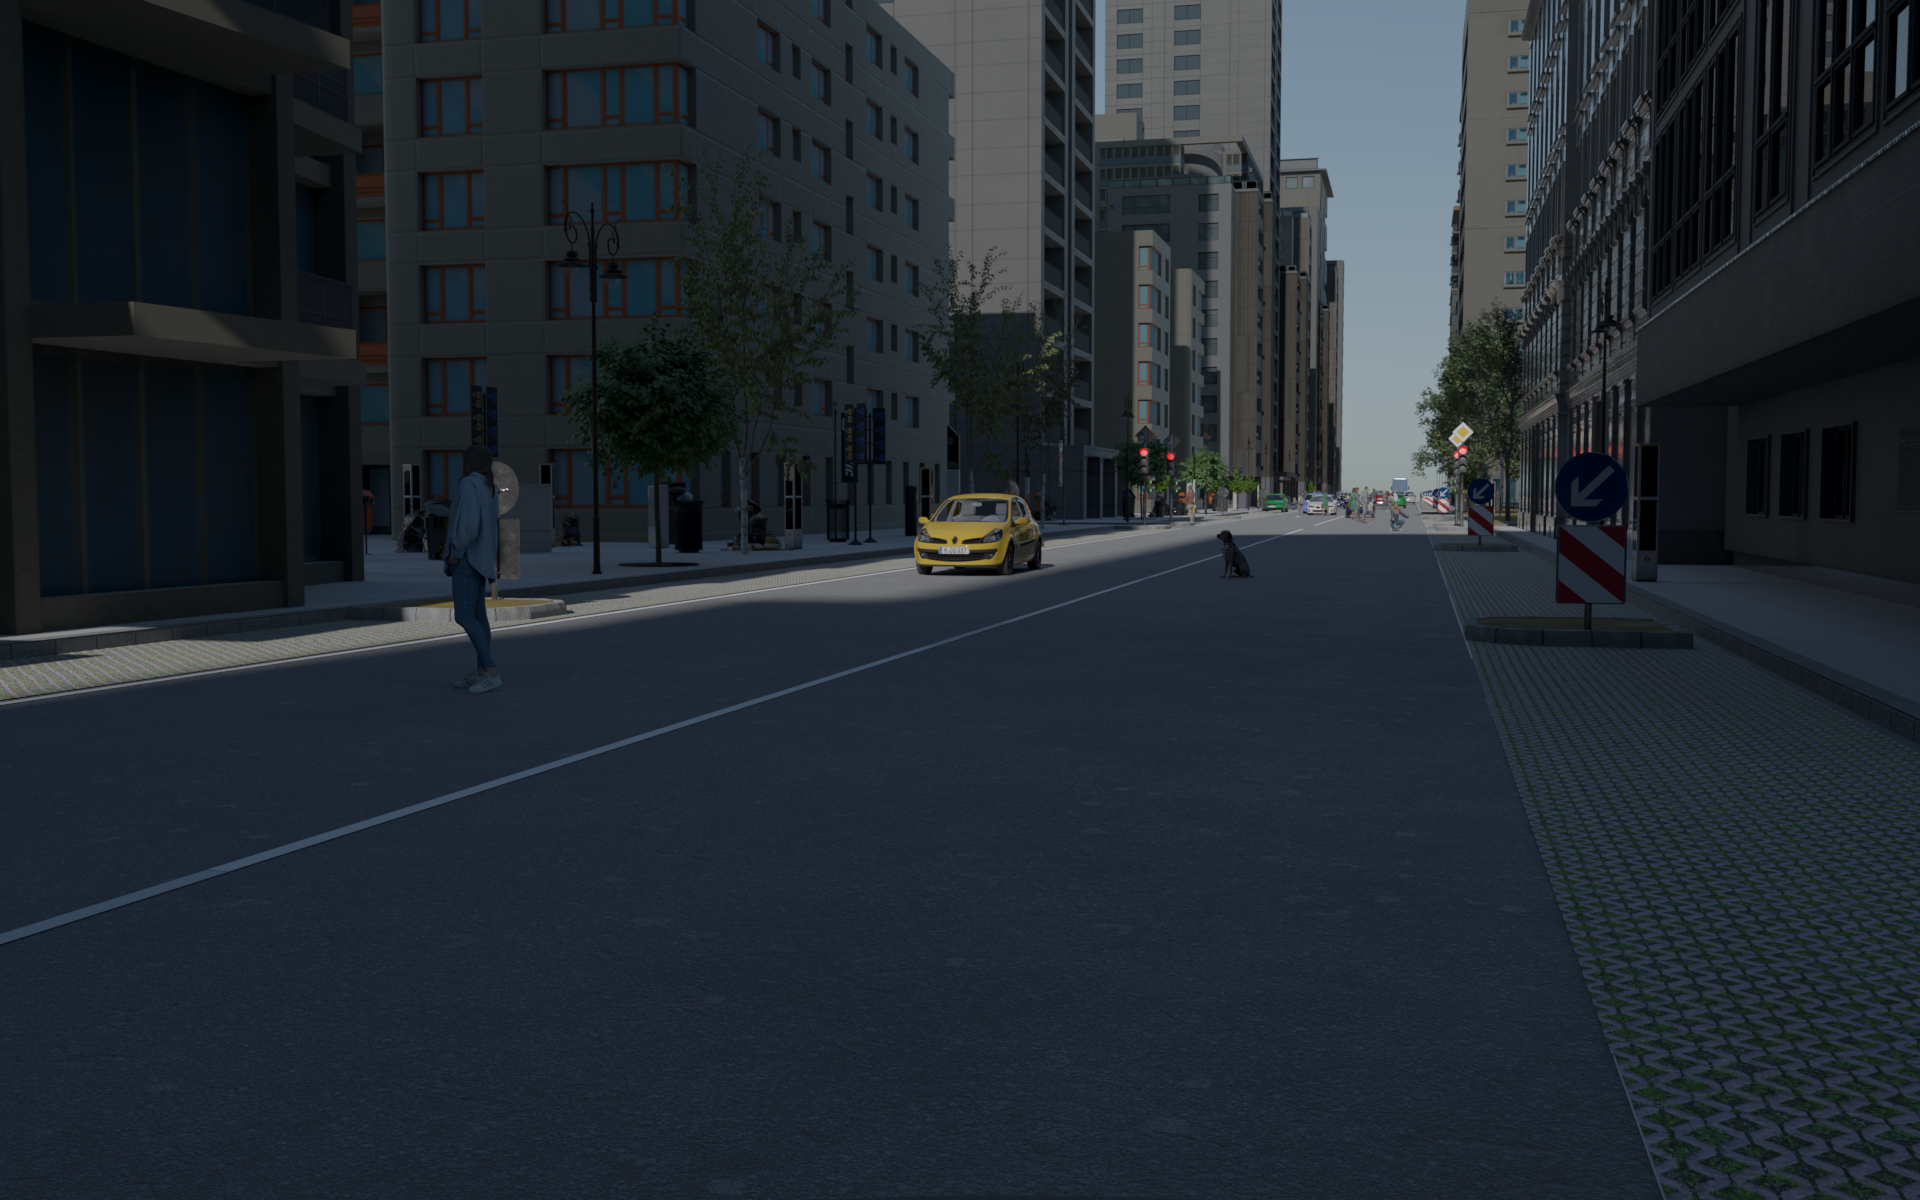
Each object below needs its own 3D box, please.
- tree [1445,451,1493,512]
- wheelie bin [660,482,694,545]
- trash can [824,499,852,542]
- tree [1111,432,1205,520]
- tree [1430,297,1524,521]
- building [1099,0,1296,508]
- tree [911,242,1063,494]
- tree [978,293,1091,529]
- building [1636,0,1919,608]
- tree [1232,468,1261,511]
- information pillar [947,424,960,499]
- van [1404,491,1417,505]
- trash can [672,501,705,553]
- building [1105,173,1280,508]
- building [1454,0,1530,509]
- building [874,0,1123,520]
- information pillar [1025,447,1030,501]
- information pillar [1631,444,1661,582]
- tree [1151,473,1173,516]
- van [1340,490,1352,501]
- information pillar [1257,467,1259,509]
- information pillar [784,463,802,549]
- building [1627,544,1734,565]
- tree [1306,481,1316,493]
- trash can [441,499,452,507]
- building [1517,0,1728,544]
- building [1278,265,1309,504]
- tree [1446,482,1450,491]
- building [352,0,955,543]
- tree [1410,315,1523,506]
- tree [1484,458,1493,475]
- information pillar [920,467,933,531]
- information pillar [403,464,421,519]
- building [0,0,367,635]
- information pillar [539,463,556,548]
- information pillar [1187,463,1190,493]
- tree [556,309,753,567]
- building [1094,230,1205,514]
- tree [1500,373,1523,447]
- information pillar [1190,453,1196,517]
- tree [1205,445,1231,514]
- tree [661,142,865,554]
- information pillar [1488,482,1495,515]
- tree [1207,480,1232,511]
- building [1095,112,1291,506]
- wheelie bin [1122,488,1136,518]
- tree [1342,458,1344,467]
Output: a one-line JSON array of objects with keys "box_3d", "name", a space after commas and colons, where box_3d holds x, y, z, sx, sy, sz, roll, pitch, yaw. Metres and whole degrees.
[{"box_3d": [37.452, -8.800, 127.593, 4.285, 4.588, 4.351, 0, 3, 0], "name": "tree"}, {"box_3d": [-7.263, -2.213, 44.096, 0.980, 1.594, 0.693, -1, 4, -18], "name": "wheelie bin"}, {"box_3d": [-3.260, -2.119, 46.297, 0.748, 1.137, 0.748, 0, 3, 0], "name": "trash can"}, {"box_3d": [9.294, -6.374, 87.927, 4.285, 4.588, 4.351, 0, 3, 0], "name": "tree"}, {"box_3d": [25.903, -9.061, 82.563, 7.601, 10.594, 8.767, -1, 4, -14], "name": "tree"}, {"box_3d": [28.536, -46.599, 200.142, 20.563, 71.187, 20.611, 1, 4, 15], "name": "building"}, {"box_3d": [0.567, -6.164, 51.150, 4.737, 8.622, 4.395, 0, 3, 0], "name": "tree"}, {"box_3d": [2.919, -6.937, 63.783, 4.360, 8.622, 3.978, 0, 3, 0], "name": "tree"}, {"box_3d": [15.868, -13.674, 17.073, 14.314, 27.812, 24.014, 1, 4, 15], "name": "building"}, {"box_3d": [23.951, -9.147, 144.159, 1.663, 3.219, 1.824, 0, 3, 0], "name": "tree"}, {"box_3d": [-0.228, -4.086, 58.158, 0.504, 3.616, 0.183, 2, 4, 32], "name": "information pillar"}, {"box_3d": [60.851, -13.927, 234.713, 2.013, 2.044, 4.112, 1, 4, 13], "name": "van"}, {"box_3d": [-5.931, -1.602, 37.849, 0.748, 1.137, 0.748, 0, 3, 0], "name": "trash can"}, {"box_3d": [21.492, -23.761, 160.186, 14.160, 30.474, 14.107, 1, 4, 15], "name": "building"}, {"box_3d": [56.037, -32.509, 155.217, 21.300, 48.544, 21.600, 1, 4, 15], "name": "building"}, {"box_3d": [-1.094, -40.277, 96.788, 20.563, 71.187, 20.611, 1, 4, 15], "name": "building"}, {"box_3d": [3.299, -5.737, 85.150, 0.183, 3.616, 0.504, -1, 4, -15], "name": "information pillar"}, {"box_3d": [10.028, -1.274, 25.324, 0.304, 2.012, 0.304, 0, 4, 8], "name": "information pillar"}, {"box_3d": [11.463, -6.448, 100.028, 1.663, 3.219, 1.824, 0, 3, 0], "name": "tree"}, {"box_3d": [41.700, -10.988, 186.668, 2.013, 2.044, 4.112, 1, 4, 15], "name": "van"}, {"box_3d": [25.413, -9.554, 147.567, 0.183, 3.616, 0.504, 1, 4, 9], "name": "information pillar"}, {"box_3d": [-3.888, -2.197, 40.420, 0.304, 2.012, 0.304, 2, 4, 35], "name": "information pillar"}, {"box_3d": [19.243, -11.570, 38.321, 9.793, 20.994, 18.267, 1, 4, 15], "name": "building"}, {"box_3d": [45.939, -14.188, 226.566, 1.663, 3.219, 1.824, 0, 3, 0], "name": "tree"}, {"box_3d": [-13.406, -2.071, 45.520, 0.748, 1.137, 0.748, 0, 3, 0], "name": "trash can"}, {"box_3d": [23.659, -12.652, 56.014, 9.793, 20.994, 18.267, 1, 4, 15], "name": "building"}, {"box_3d": [36.074, -27.255, 217.326, 14.160, 30.474, 14.107, 1, 4, 15], "name": "building"}, {"box_3d": [64.765, -14.296, 228.347, 1.663, 3.219, 1.824, 0, 3, 0], "name": "tree"}, {"box_3d": [-17.690, -13.264, 61.904, 28.899, 21.520, 27.650, 1, 4, 15], "name": "building"}, {"box_3d": [33.480, -11.871, 111.097, 9.611, 12.733, 9.660, 0, 3, 0], "name": "tree"}, {"box_3d": [41.142, -11.507, 138.494, 4.360, 8.622, 3.978, 0, 3, 0], "name": "tree"}, {"box_3d": [-0.918, -2.660, 47.989, 0.304, 2.012, 0.304, 1, 4, 13], "name": "information pillar"}, {"box_3d": [-13.440, -2.326, 42.515, 0.304, 2.012, 0.304, 2, 4, 33], "name": "information pillar"}, {"box_3d": [-18.902, -21.909, 12.835, 22.147, 44.769, 28.867, 1, 4, 15], "name": "building"}, {"box_3d": [-9.872, -2.260, 41.448, 0.304, 2.012, 0.304, 0, 4, -2], "name": "information pillar"}, {"box_3d": [16.400, -8.086, 123.568, 0.504, 3.616, 0.183, -1, 4, -21], "name": "information pillar"}, {"box_3d": [-5.463, -2.896, 31.065, 4.285, 4.588, 4.351, 0, 3, 0], "name": "tree"}, {"box_3d": [2.886, -17.494, 131.059, 27.650, 21.520, 28.899, 1, 4, 15], "name": "building"}, {"box_3d": [30.991, -8.708, 92.744, 4.360, 8.622, 3.978, 0, 3, 0], "name": "tree"}, {"box_3d": [13.392, -6.586, 99.036, 0.183, 3.616, 0.504, 1, 4, 8], "name": "information pillar"}, {"box_3d": [16.023, -7.883, 112.598, 4.285, 4.588, 4.351, 0, 3, 0], "name": "tree"}, {"box_3d": [-4.436, -5.268, 36.486, 4.737, 8.622, 4.395, 0, 3, 0], "name": "tree"}, {"box_3d": [32.147, -6.134, 104.776, 0.304, 2.012, 0.304, -2, 4, -33], "name": "information pillar"}, {"box_3d": [19.625, -8.535, 134.147, 1.663, 3.219, 1.824, 0, 3, 0], "name": "tree"}, {"box_3d": [17.991, -29.905, 180.831, 32.217, 40.220, 23.993, 1, 4, 15], "name": "building"}, {"box_3d": [9.180, -5.289, 94.378, 0.693, 1.594, 0.980, -1, 4, -12], "name": "wheelie bin"}, {"box_3d": [65.577, -21.724, 305.542, 4.360, 8.622, 3.978, 0, 3, 0], "name": "tree"}]
